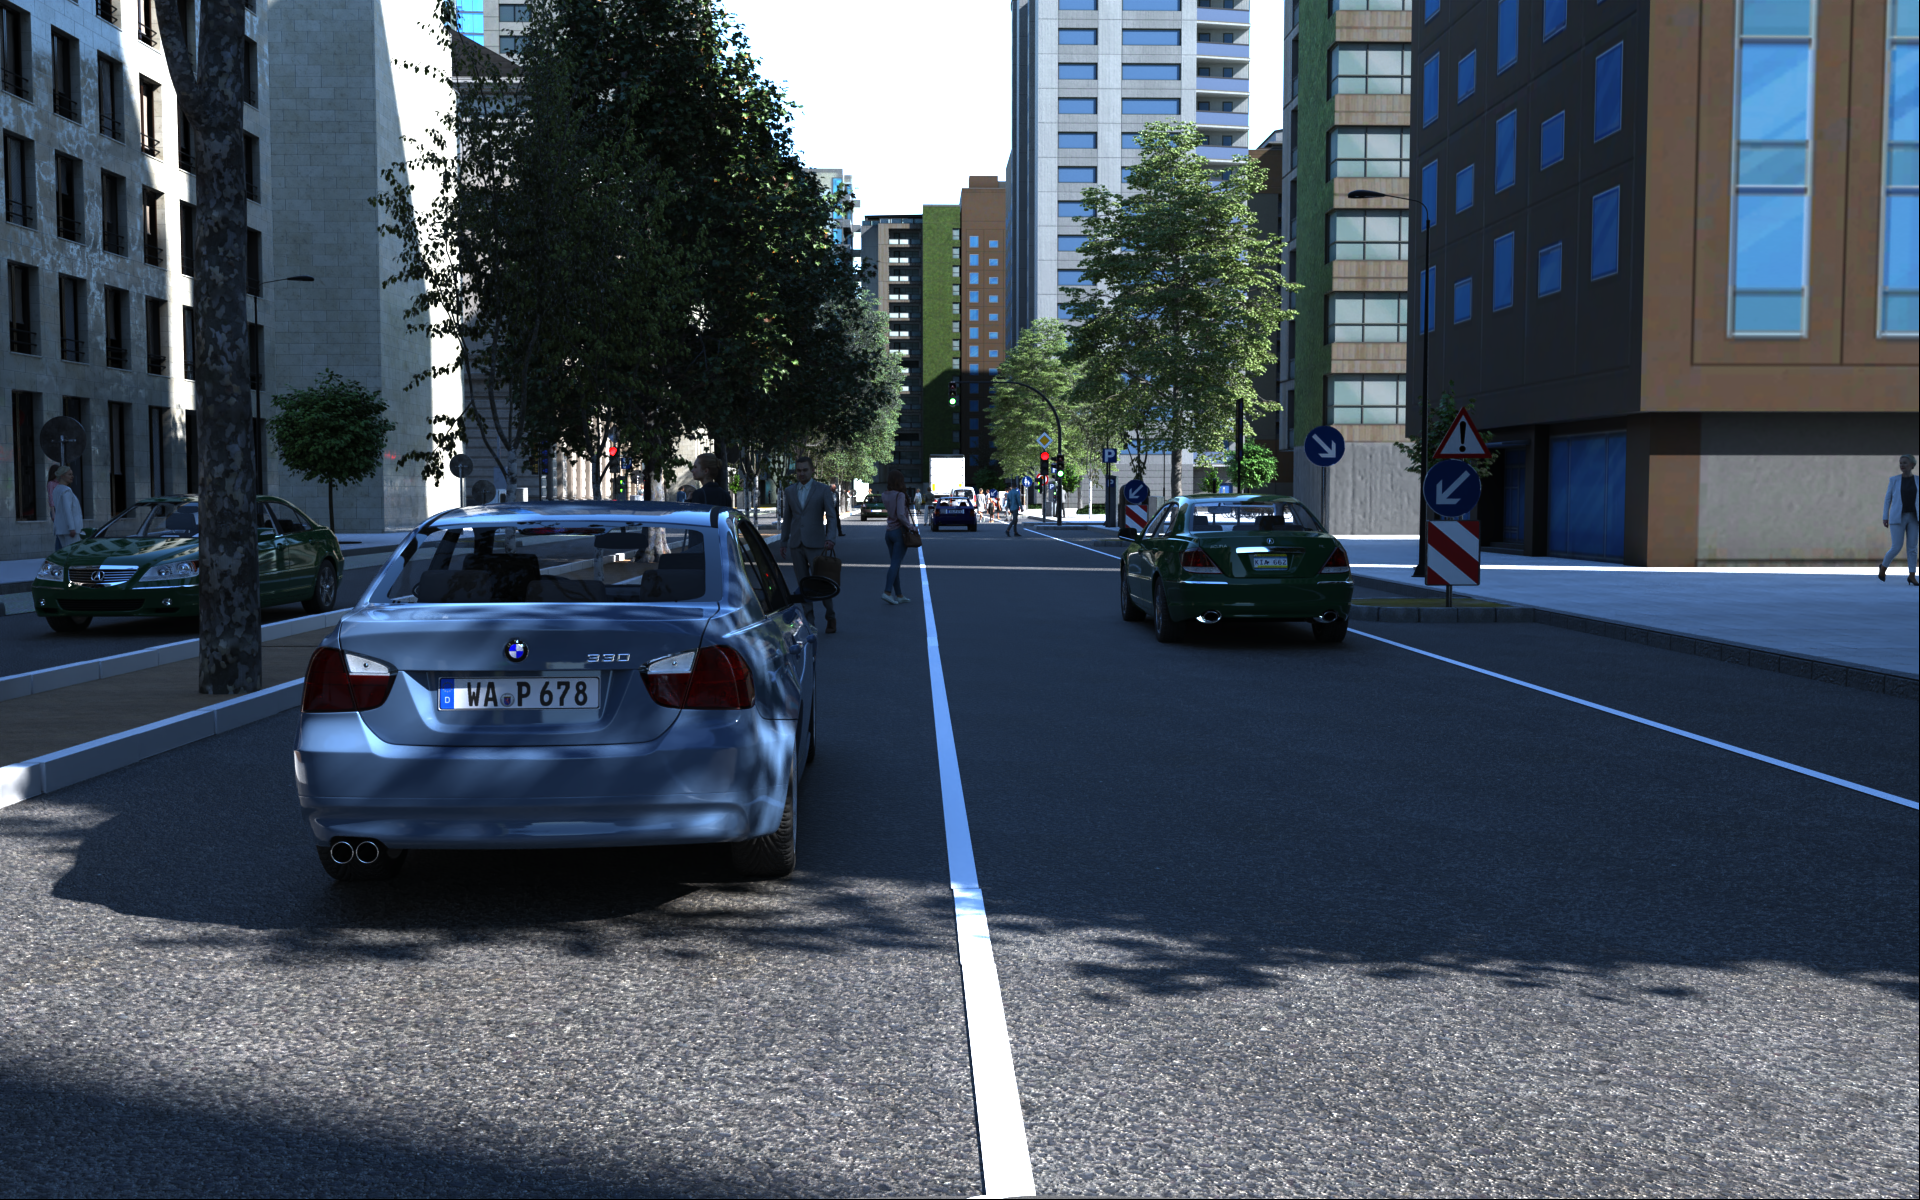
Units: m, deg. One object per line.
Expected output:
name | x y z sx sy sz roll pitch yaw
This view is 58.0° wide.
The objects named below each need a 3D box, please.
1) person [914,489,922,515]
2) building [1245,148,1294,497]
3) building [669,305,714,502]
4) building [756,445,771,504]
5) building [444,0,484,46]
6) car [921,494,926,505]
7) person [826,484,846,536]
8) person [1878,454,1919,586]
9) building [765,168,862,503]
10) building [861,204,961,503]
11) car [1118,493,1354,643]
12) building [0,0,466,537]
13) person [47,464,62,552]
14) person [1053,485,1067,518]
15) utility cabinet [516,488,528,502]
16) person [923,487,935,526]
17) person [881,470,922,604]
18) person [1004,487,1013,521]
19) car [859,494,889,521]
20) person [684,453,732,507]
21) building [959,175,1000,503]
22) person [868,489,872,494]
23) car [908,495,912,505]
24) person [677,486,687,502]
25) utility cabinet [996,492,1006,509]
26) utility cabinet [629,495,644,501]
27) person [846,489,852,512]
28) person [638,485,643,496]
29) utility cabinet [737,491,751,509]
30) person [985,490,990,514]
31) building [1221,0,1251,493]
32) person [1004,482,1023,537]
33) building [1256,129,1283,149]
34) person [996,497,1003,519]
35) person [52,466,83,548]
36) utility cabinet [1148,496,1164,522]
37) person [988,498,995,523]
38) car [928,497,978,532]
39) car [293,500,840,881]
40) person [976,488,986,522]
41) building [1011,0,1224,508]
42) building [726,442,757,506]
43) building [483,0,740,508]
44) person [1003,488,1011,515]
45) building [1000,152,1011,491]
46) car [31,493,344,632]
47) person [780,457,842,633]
person | -2.794 -6.611 116.823 0.641 1.798 0.478 -3 5 -41
building | 36.060 -34.856 220.008 14.200 45.320 14.600 0 4 -2
building | -26.081 -17.648 143.289 10.420 20.320 16.860 0 4 -2
building | -35.362 -31.648 209.324 23.993 40.220 32.217 0 4 -2
building | -63.709 -55.025 212.330 31.000 86.520 22.319 0 4 -2
car | -4.149 -13.004 222.835 2.015 1.641 3.980 0 4 -1
person | -4.233 -3.023 58.328 0.834 1.777 0.661 3 5 44
person | 13.348 -1.137 24.510 0.514 1.842 0.818 0 4 -2
building | -29.425 -38.615 250.960 30.456 49.044 23.786 0 4 -2
building | -7.006 -34.404 246.093 14.086 41.232 14.154 0 4 -2
car | 2.786 -0.389 18.165 2.131 1.459 4.920 0 4 -1
building | -27.273 -12.597 60.705 16.860 20.320 10.420 0 4 -2
person | -16.453 -1.565 31.640 0.388 1.821 0.555 -1 4 -9
person | 5.373 -5.302 93.126 0.661 1.777 0.834 -3 4 -37
utility cabinet | -15.601 -3.149 60.169 1.173 1.500 0.318 1 4 19
person | -1.402 -4.242 78.414 0.519 1.759 0.362 -1 4 -10
person | -0.850 -0.830 22.667 0.643 1.750 0.593 -3 5 -39
person | 2.631 -5.138 92.706 0.606 1.804 0.583 -3 5 -42
car | -4.413 -5.068 92.644 2.009 1.686 4.222 0 4 -1
person | -2.038 -0.338 14.443 0.534 1.772 0.576 0 4 5
building | 7.131 -36.470 246.389 14.200 45.320 14.600 0 4 -2
person | -5.551 -5.935 106.090 0.362 1.759 0.519 -3 5 -40
car | -7.313 -13.016 225.172 2.083 1.381 4.827 0 4 -2
person | -13.692 -4.684 85.101 0.581 1.822 0.654 1 4 21
utility cabinet | 3.613 -8.686 150.687 0.318 1.500 1.173 2 4 35
utility cabinet | -16.322 -4.670 87.513 0.306 1.237 1.020 1 4 16
person | -8.772 -7.828 136.669 0.466 1.800 0.511 -1 4 -21
person | -18.201 -5.707 99.524 0.661 1.801 0.590 -2 4 -31
utility cabinet | -18.128 -8.361 145.379 1.173 1.500 0.318 1 4 12
person | 1.886 -7.012 123.710 0.524 1.755 0.480 -1 4 -18
building | 16.989 -38.250 167.384 21.231 58.520 28.212 0 4 -2
person | 1.768 -3.061 58.417 0.748 1.841 0.638 -2 4 -27
building | 55.958 -40.730 255.172 27.495 52.752 28.713 0 4 -2
person | 2.229 -5.179 97.852 0.373 1.253 0.362 0 4 7
person | -13.039 -1.028 25.189 0.514 1.842 0.818 1 4 18
utility cabinet | 6.491 -2.816 57.203 0.306 1.237 1.020 1 4 21
person | 1.577 -4.529 87.227 0.362 1.253 0.373 3 4 37
car | -0.260 -3.354 67.416 1.945 1.354 3.894 0 4 -2
car | -1.550 0.261 7.741 2.014 1.417 4.499 0 4 -3
person | 1.087 -4.811 87.918 0.466 1.731 0.760 -2 4 -32
building | 16.280 -40.010 196.155 21.231 58.520 28.212 0 4 -2
building | -28.893 -24.983 180.171 14.160 30.474 14.107 0 4 -2
building | -31.533 -44.237 161.523 20.563 71.187 20.611 0 4 -2
person | 3.035 -6.253 110.824 0.616 1.811 0.778 -3 5 -42
building | 12.999 -34.759 218.421 14.600 45.320 14.200 0 4 -2
car | -8.525 -0.472 19.514 2.131 1.459 4.920 0 4 0
person | -1.530 -0.551 17.635 0.709 1.813 0.853 1 4 13
